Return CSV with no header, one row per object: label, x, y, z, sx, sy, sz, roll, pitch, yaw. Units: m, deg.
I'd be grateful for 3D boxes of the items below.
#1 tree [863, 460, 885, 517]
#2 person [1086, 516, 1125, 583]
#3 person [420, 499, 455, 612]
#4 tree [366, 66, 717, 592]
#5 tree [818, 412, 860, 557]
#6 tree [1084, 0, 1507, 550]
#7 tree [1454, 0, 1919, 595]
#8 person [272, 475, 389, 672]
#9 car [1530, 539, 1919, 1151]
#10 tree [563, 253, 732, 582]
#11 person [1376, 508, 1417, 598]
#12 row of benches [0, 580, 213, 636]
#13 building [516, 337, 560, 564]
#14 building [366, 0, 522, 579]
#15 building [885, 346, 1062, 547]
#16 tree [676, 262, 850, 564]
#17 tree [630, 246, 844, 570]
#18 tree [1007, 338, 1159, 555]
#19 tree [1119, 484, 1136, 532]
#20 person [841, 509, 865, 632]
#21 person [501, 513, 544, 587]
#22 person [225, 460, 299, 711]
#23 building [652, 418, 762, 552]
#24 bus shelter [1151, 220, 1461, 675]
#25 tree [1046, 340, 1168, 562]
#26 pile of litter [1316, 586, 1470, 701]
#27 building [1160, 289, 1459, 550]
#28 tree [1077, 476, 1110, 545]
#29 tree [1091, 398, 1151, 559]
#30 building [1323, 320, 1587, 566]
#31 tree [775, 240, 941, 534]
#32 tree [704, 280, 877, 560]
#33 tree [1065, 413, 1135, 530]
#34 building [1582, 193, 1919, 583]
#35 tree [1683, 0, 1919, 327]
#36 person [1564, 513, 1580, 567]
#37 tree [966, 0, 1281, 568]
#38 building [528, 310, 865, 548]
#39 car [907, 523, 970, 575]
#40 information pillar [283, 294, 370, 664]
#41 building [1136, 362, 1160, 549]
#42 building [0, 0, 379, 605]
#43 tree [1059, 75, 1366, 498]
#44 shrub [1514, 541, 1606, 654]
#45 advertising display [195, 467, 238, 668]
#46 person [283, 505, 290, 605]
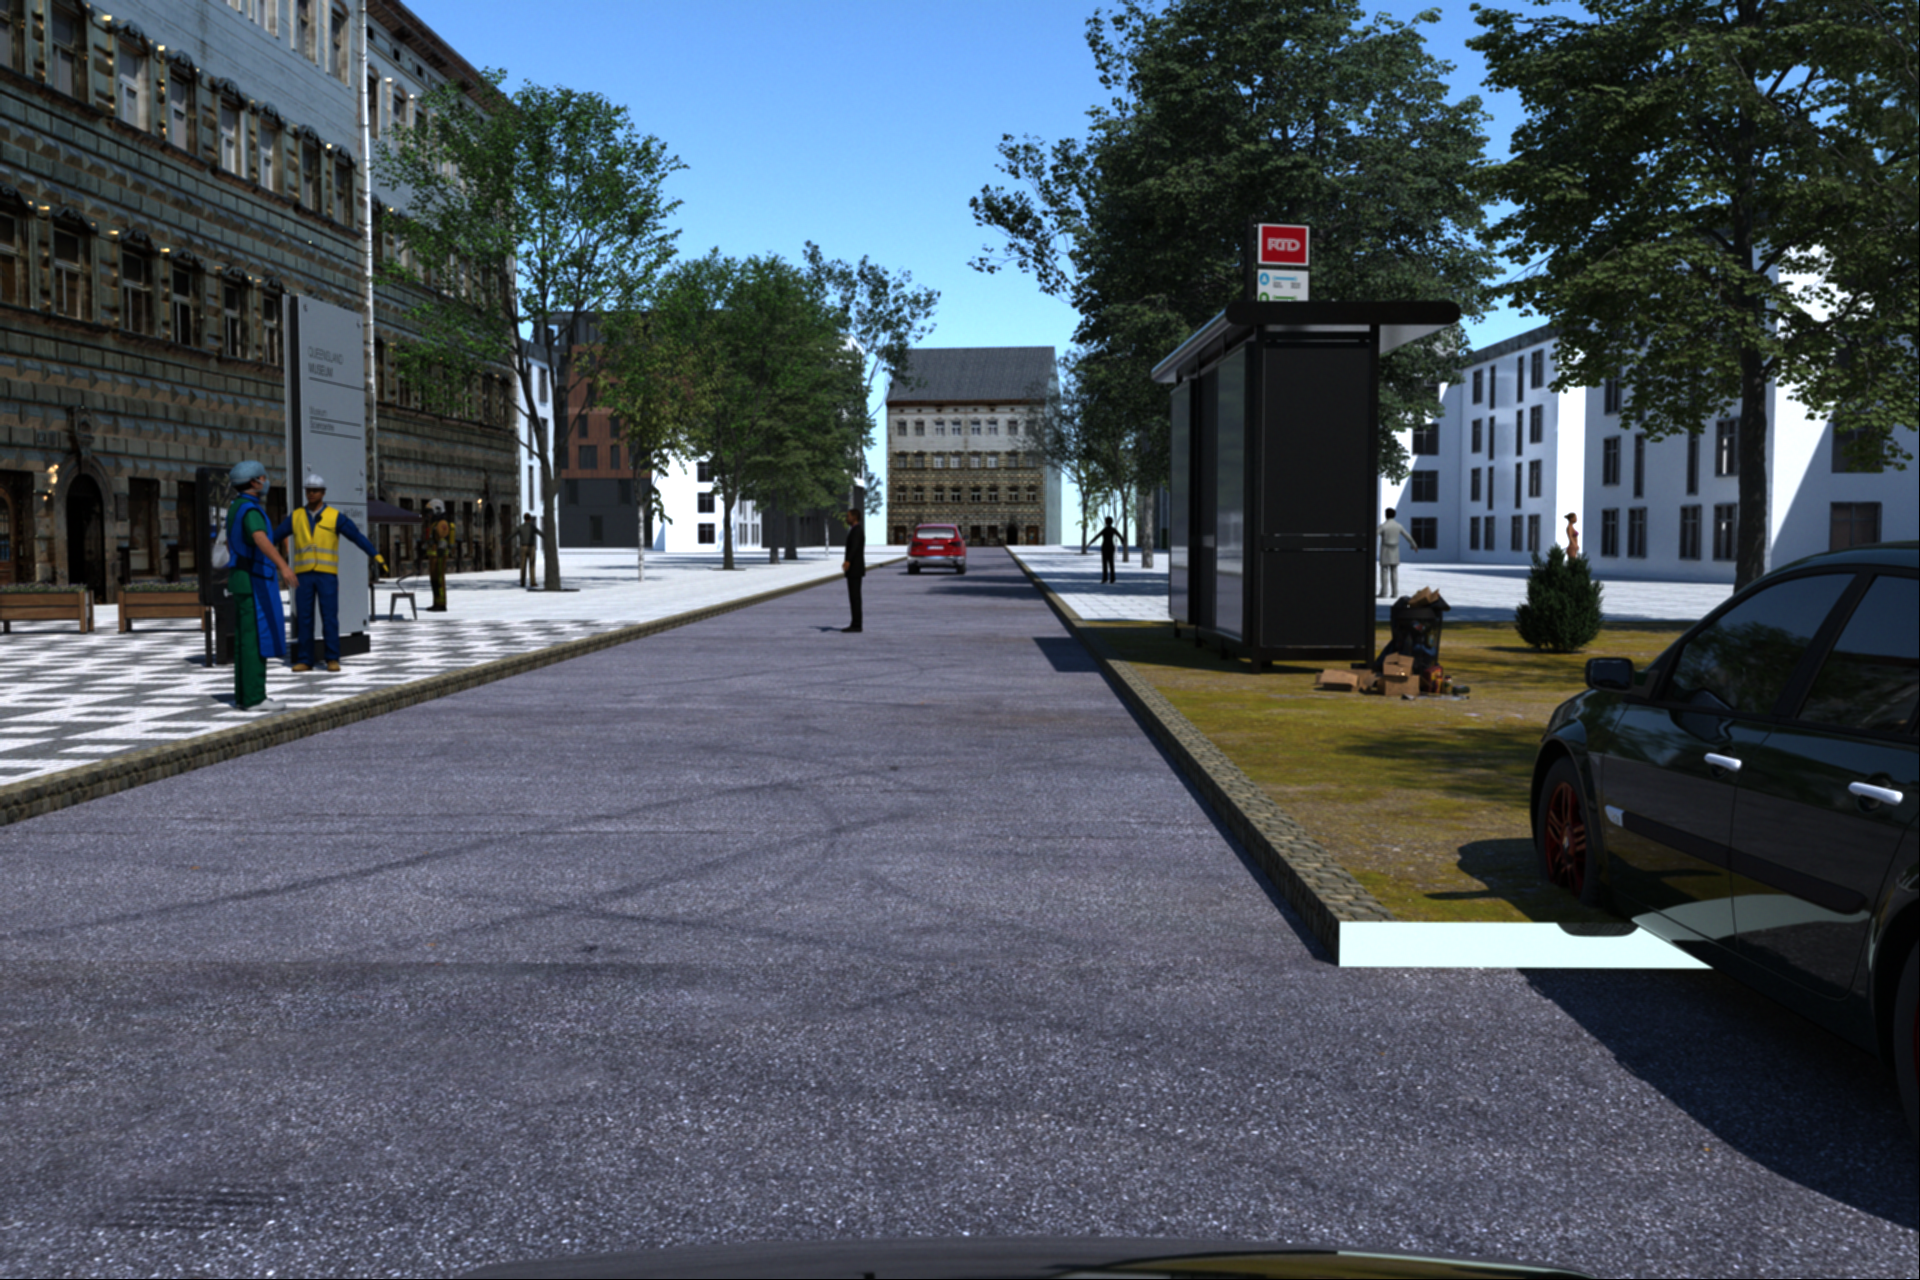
tree,-11.993,-16.129,198.123,7.601,10.594,8.767,0,4,5
person,3.807,-2.342,45.015,1.216,1.740,0.721,-2,4,-32
person,-8.690,-1.403,28.710,0.705,1.858,1.354,-2,4,-29
tree,-9.163,-6.897,38.516,9.928,11.665,9.643,0,3,0
tree,-7.508,-8.998,97.479,4.737,8.622,4.395,0,3,0
tree,7.003,-7.913,36.027,9.857,13.997,8.962,0,3,0
tree,9.924,-6.375,22.350,7.486,12.596,7.792,0,3,0
person,-6.017,-0.625,16.180,1.349,1.833,0.705,0,4,-7
car,2.975,0.296,4.948,2.009,1.686,4.222,0,4,1
tree,-8.309,-5.866,46.270,4.737,8.622,4.395,0,3,0
person,8.614,-1.750,34.806,1.347,1.806,0.705,-1,4,-14
row of benches,-11.706,-0.419,22.319,4.104,0.672,1.422,-1,4,-18
building,-23.197,-8.488,80.919,9.099,9.664,28.070,0,4,1
building,-25.537,-13.643,53.993,19.493,23.208,18.063,0,4,1
building,2.038,-22.583,202.623,18.063,23.208,19.493,1,4,9
tree,-8.228,-9.457,72.756,7.486,12.596,7.792,0,3,0
tree,-8.142,-8.299,61.448,9.928,11.665,9.643,0,3,0
tree,7.652,-11.917,105.215,12.009,13.543,11.850,0,3,0
tree,20.985,-15.314,200.746,4.360,8.622,3.978,0,3,0
person,-1.573,-1.022,25.387,0.704,1.802,1.346,0,4,0
person,-10.527,-2.198,42.206,1.348,1.796,0.705,0,4,0
person,-5.137,-0.399,12.644,0.704,1.817,1.347,-3,4,-37
building,-20.334,-12.036,138.944,9.099,9.664,28.070,0,4,1
bus shelter,3.453,-2.585,19.903,2.179,5.291,8.768,0,3,0
tree,7.687,-8.809,78.446,8.767,10.594,7.601,2,4,27
pile of litter,3.526,-0.012,14.157,1.176,0.858,1.719,0,4,2
building,24.846,-16.118,129.979,16.747,18.905,31.486,0,4,2
tree,16.118,-15.431,202.663,4.360,8.622,3.978,0,3,0
tree,7.722,-8.386,87.466,4.360,8.622,3.978,0,3,0
building,24.413,-8.559,82.091,9.099,9.664,28.070,0,4,1
tree,-7.458,-15.641,111.620,12.611,20.169,13.585,0,3,0
tree,-8.256,-10.872,84.415,9.857,13.997,8.962,0,3,0
tree,7.955,-8.855,95.136,4.737,8.622,4.395,0,3,0
building,24.520,-6.144,42.596,9.099,9.664,28.070,0,4,1
tree,8.165,-3.800,12.497,4.360,8.622,3.978,0,3,0
person,12.916,-1.807,36.344,0.721,1.733,1.217,1,4,21
tree,5.825,-12.692,63.397,12.611,20.169,13.585,0,3,0
building,-24.983,-20.232,174.760,27.936,21.610,32.646,0,4,2
car,-0.803,-3.296,62.569,2.281,1.827,5.304,0,4,1
information pillar,-6.501,-1.622,17.828,0.184,3.620,1.656,0,4,2
building,26.351,-20.109,159.718,19.493,23.208,18.063,0,4,1
building,-24.566,-12.511,35.476,19.493,23.208,18.063,0,4,1
tree,7.221,-8.630,47.758,9.857,13.997,8.962,0,3,0
shrub,6.476,-0.465,18.715,1.383,1.207,1.383,0,3,0
advertising display,-7.205,-0.723,17.033,0.123,1.923,0.974,0,4,3
person,-12.103,-1.555,31.575,0.704,1.843,1.345,0,4,-5
